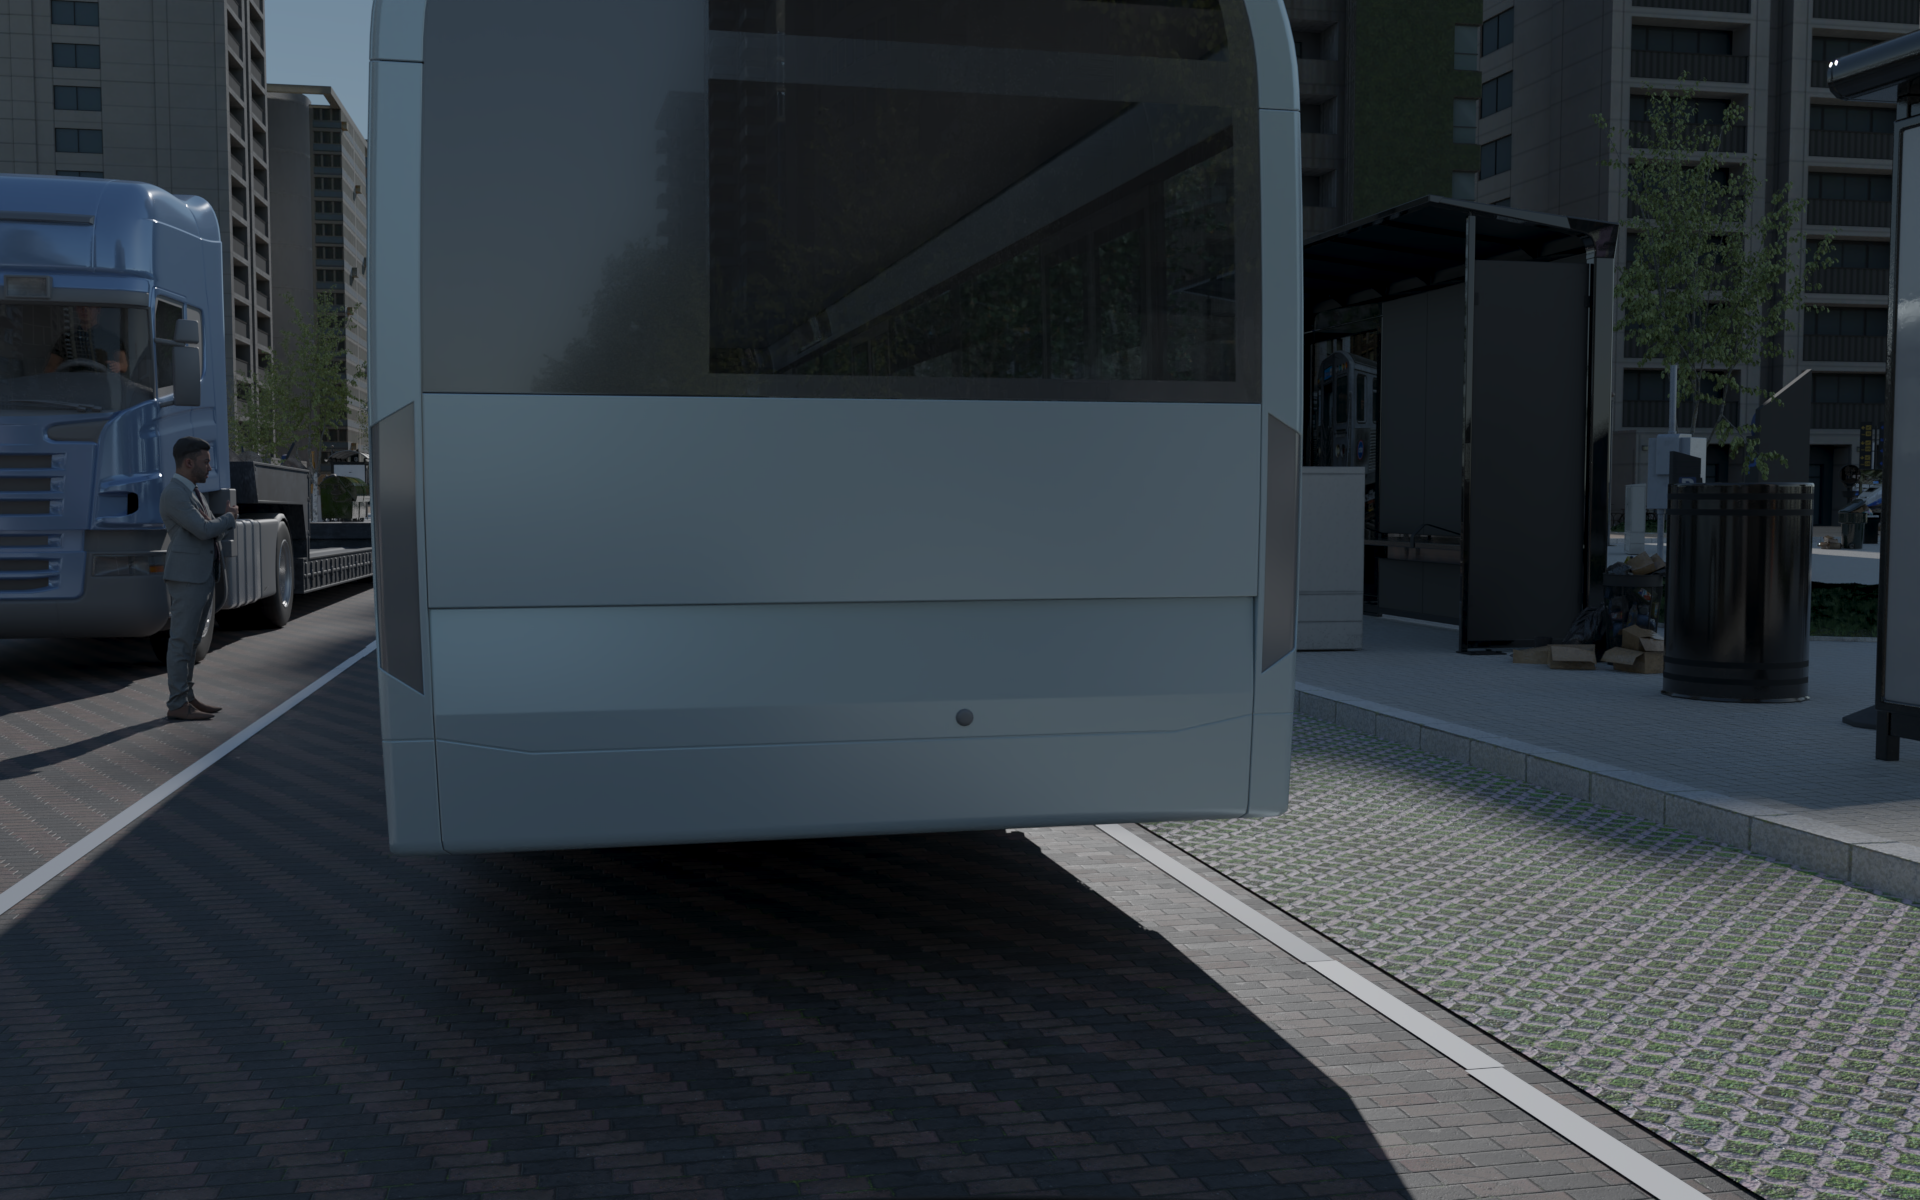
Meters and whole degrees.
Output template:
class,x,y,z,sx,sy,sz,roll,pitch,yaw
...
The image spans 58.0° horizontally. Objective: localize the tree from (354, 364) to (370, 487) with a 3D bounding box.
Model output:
class,x,y,z,sx,sy,sz,roll,pitch,yaw
tree,-30.450,-8.705,92.684,4.360,8.622,3.978,0,3,0

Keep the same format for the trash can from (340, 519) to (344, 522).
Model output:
class,x,y,z,sx,sy,sz,roll,pitch,yaw
trash can,-27.310,-3.926,75.844,0.748,1.137,0.748,0,3,0

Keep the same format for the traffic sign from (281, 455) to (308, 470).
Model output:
class,x,y,z,sx,sy,sz,roll,pitch,yaw
traffic sign,-16.983,-2.475,44.101,0.795,2.450,0.064,-1,4,-12

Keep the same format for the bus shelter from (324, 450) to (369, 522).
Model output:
class,x,y,z,sx,sy,sz,roll,pitch,yaw
bus shelter,-28.616,-5.388,82.016,2.014,3.302,5.546,-1,4,-12

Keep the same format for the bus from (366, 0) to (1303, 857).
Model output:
class,x,y,z,sx,sy,sz,roll,pitch,yaw
bus,-1.784,-0.994,11.111,2.948,3.499,13.247,-1,4,-13

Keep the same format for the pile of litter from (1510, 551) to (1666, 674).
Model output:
class,x,y,z,sx,sy,sz,roll,pitch,yaw
pile of litter,4.856,0.071,12.798,1.176,0.858,1.719,-1,4,-19

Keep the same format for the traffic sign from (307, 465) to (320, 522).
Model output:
class,x,y,z,sx,sy,sz,roll,pitch,yaw
traffic sign,-25.737,-4.126,68.642,0.795,2.450,0.064,0,4,-8

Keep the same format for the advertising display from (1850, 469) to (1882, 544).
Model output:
class,x,y,z,sx,sy,sz,roll,pitch,yaw
advertising display,23.389,-2.401,44.474,0.974,1.923,0.123,1,4,16

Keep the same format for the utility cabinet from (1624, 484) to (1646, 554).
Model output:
class,x,y,z,sx,sy,sz,roll,pitch,yaw
utility cabinet,14.344,-1.722,36.840,0.318,1.500,1.173,1,4,16

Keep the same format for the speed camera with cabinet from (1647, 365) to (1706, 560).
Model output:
class,x,y,z,sx,sy,sz,roll,pitch,yaw
speed camera with cabinet,11.550,-1.954,26.287,0.660,3.252,2.038,-3,5,-42

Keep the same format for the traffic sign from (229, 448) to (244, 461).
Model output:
class,x,y,z,sx,sy,sz,roll,pitch,yaw
traffic sign,-15.323,-1.997,36.290,0.795,2.450,0.064,-1,4,-12

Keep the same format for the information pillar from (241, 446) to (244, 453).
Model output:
class,x,y,z,sx,sy,sz,roll,pitch,yaw
information pillar,-34.846,-5.681,84.235,0.183,3.616,0.504,-2,4,-30

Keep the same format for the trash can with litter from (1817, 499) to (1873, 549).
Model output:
class,x,y,z,sx,sy,sz,roll,pitch,yaw
trash can with litter,20.528,-1.761,40.187,1.055,1.170,0.624,-1,4,-9

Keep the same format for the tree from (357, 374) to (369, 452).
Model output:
class,x,y,z,sx,sy,sz,roll,pitch,yaw
tree,-34.318,-11.903,111.623,9.611,12.733,9.660,0,3,0

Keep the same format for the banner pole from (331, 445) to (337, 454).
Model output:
class,x,y,z,sx,sy,sz,roll,pitch,yaw
banner pole,-31.988,-6.047,88.891,0.863,3.779,0.401,1,4,16

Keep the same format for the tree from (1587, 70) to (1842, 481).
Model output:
class,x,y,z,sx,sy,sz,roll,pitch,yaw
tree,12.861,-4.894,30.378,4.737,8.622,4.395,0,3,0

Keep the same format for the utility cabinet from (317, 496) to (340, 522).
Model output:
class,x,y,z,sx,sy,sz,roll,pitch,yaw
utility cabinet,-27.138,-3.860,74.266,0.306,1.237,1.020,3,5,42

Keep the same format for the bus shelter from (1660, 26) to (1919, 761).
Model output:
class,x,y,z,sx,sy,sz,roll,pitch,yaw
bus shelter,5.509,-1.794,6.964,2.179,5.291,8.768,-1,4,-12

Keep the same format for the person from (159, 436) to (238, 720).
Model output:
class,x,y,z,sx,sy,sz,roll,pitch,yaw
person,-4.873,-0.149,11.121,0.466,1.800,0.511,-2,4,-25

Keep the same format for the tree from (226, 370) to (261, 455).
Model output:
class,x,y,z,sx,sy,sz,roll,pitch,yaw
tree,-44.225,-9.396,103.994,4.360,8.622,3.978,0,3,0

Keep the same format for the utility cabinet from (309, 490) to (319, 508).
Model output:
class,x,y,z,sx,sy,sz,roll,pitch,yaw
utility cabinet,-33.221,-4.856,88.066,1.173,1.500,0.318,-2,4,-31

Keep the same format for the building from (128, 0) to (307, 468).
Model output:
class,x,y,z,sx,sy,sz,roll,pitch,yaw
building,-58.139,-41.800,121.684,20.563,71.187,20.611,-1,4,-12

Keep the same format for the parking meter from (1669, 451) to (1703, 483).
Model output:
class,x,y,z,sx,sy,sz,roll,pitch,yaw
parking meter,9.858,-1.091,23.552,0.399,1.863,0.255,0,4,8

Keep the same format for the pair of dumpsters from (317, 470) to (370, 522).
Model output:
class,x,y,z,sx,sy,sz,roll,pitch,yaw
pair of dumpsters,-24.285,-4.021,68.230,1.574,2.255,4.437,-1,4,-12

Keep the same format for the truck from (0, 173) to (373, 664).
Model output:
class,x,y,z,sx,sy,sz,roll,pitch,yaw
truck,-9.015,-1.923,21.202,2.967,4.110,18.799,-1,4,-12

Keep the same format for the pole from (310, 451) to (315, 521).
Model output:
class,x,y,z,sx,sy,sz,roll,pitch,yaw
pole,-30.931,-5.443,82.830,0.158,3.312,0.155,0,3,0

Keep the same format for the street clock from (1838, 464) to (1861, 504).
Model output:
class,x,y,z,sx,sy,sz,roll,pitch,yaw
street clock,21.760,-2.315,42.416,0.471,2.002,0.358,1,4,17

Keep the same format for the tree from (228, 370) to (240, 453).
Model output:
class,x,y,z,sx,sy,sz,roll,pitch,yaw
tree,-39.467,-9.017,97.785,4.737,8.622,4.395,0,3,0

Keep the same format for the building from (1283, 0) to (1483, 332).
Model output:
class,x,y,z,sx,sy,sz,roll,pitch,yaw
building,10.076,-17.999,65.992,14.107,30.474,14.160,-1,4,-12

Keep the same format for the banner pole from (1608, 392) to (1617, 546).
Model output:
class,x,y,z,sx,sy,sz,roll,pitch,yaw
banner pole,16.088,-3.230,42.831,0.401,3.779,0.863,1,4,23

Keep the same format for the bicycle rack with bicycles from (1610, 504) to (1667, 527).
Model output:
class,x,y,z,sx,sy,sz,roll,pitch,yaw
bicycle rack with bicycles,24.199,-2.975,62.018,2.852,0.926,2.925,-1,4,-10

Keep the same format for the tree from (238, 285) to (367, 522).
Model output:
class,x,y,z,sx,sy,sz,roll,pitch,yaw
tree,-22.864,-6.771,61.067,4.737,8.622,4.395,0,3,0

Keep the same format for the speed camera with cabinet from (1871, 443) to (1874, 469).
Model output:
class,x,y,z,sx,sy,sz,roll,pitch,yaw
speed camera with cabinet,35.794,-4.426,66.706,2.038,3.252,0.660,1,4,12

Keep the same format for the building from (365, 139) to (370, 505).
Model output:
class,x,y,z,sx,sy,sz,roll,pitch,yaw
building,-76.125,-34.332,215.952,28.867,44.769,22.147,-1,4,-12

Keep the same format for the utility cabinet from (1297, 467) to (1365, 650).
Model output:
class,x,y,z,sx,sy,sz,roll,pitch,yaw
utility cabinet,2.677,-0.333,14.131,1.173,1.500,0.318,-1,4,-9

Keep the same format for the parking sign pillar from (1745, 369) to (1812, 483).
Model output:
class,x,y,z,sx,sy,sz,roll,pitch,yaw
parking sign pillar,17.677,-2.996,37.462,1.447,3.967,1.447,-1,4,-15

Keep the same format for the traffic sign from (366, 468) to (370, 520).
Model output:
class,x,y,z,sx,sy,sz,roll,pitch,yaw
traffic sign,-29.578,-5.283,86.383,0.884,2.594,0.081,0,4,-3

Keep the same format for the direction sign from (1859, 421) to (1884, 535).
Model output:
class,x,y,z,sx,sy,sz,roll,pitch,yaw
direction sign,28.521,-3.793,54.017,0.876,3.537,0.379,2,4,30

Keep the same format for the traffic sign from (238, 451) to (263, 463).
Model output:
class,x,y,z,sx,sy,sz,roll,pitch,yaw
traffic sign,-20.949,-3.116,51.057,0.768,2.556,0.104,-1,4,-12

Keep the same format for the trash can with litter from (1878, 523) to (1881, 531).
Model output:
class,x,y,z,sx,sy,sz,roll,pitch,yaw
trash can with litter,32.179,-2.979,60.100,1.055,1.170,0.624,1,4,18

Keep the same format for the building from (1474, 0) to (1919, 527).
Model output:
class,x,y,z,sx,sy,sz,roll,pitch,yaw
building,33.635,-38.998,75.875,20.611,71.187,20.563,-1,4,-12

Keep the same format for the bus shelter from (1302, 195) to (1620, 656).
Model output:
class,x,y,z,sx,sy,sz,roll,pitch,yaw
bus shelter,3.888,-1.564,16.851,1.731,3.624,6.357,-1,4,-12

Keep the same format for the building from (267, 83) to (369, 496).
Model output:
class,x,y,z,sx,sy,sz,roll,pitch,yaw
building,-67.649,-28.640,160.145,23.993,40.220,32.217,-1,4,-12

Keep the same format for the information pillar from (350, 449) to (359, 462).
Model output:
class,x,y,z,sx,sy,sz,roll,pitch,yaw
information pillar,-31.095,-5.973,89.017,0.183,3.616,0.504,3,5,42

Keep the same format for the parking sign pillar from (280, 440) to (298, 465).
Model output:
class,x,y,z,sx,sy,sz,roll,pitch,yaw
parking sign pillar,-32.661,-5.866,84.377,1.447,3.967,1.447,0,4,-2
